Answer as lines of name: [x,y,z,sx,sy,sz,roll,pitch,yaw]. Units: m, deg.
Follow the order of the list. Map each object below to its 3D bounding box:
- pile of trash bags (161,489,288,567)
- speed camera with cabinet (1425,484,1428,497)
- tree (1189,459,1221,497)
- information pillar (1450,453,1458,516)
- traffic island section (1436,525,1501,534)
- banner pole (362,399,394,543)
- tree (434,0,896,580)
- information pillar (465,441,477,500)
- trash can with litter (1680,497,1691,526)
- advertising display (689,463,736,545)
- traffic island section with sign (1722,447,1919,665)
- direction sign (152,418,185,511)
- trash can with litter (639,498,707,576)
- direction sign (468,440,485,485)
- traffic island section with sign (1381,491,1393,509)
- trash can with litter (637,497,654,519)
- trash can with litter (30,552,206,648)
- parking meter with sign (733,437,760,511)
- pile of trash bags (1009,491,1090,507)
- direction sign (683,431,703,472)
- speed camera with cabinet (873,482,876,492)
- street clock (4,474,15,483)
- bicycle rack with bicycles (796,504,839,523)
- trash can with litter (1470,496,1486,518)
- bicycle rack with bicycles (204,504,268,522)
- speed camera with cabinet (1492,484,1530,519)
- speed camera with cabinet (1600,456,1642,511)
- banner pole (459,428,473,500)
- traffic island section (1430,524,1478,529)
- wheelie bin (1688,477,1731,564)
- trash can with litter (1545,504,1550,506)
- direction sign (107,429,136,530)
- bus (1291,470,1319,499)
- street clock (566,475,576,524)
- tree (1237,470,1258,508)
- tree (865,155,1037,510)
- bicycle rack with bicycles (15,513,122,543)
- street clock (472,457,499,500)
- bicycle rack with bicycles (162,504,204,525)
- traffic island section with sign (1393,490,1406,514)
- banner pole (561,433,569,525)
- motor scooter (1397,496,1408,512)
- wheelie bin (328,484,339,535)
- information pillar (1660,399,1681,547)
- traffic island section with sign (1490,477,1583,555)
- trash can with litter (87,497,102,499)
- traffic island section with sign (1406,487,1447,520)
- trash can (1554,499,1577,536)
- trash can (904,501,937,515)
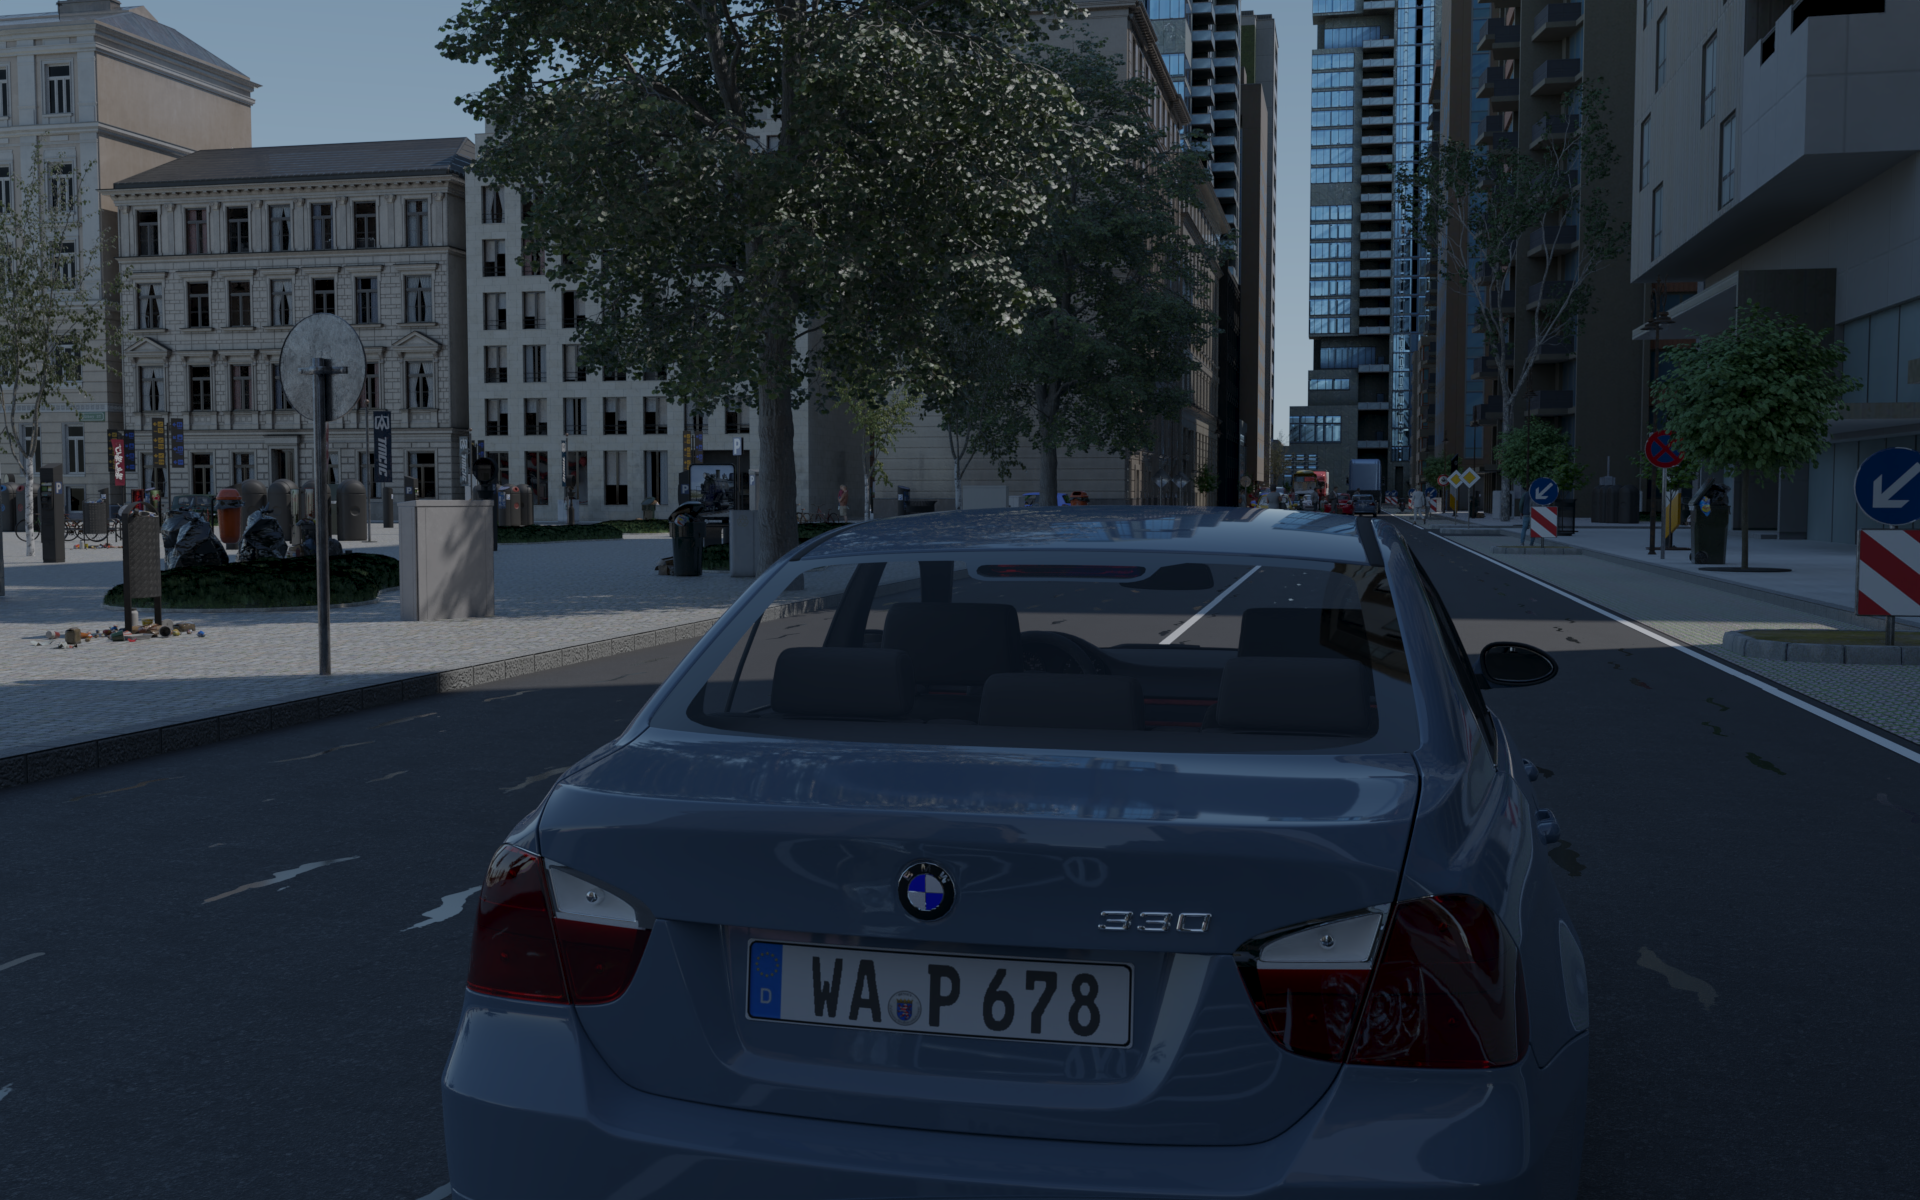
pile of trash bags: [-11.806,-1.109,27.891,1.912,1.369,3.447,-1,4,-22]
speed camera with cabinet: [35.933,-8.455,132.567,0.660,3.252,2.038,1,4,15]
tree: [13.448,-6.123,94.720,1.663,3.219,1.824,0,3,0]
information pillar: [28.290,-6.592,99.136,0.504,3.616,0.183,-2,4,-25]
traffic island section: [18.789,-2.546,63.912,2.009,0.180,2.903,1,4,13]
banner pole: [-15.452,-3.418,45.901,0.863,3.779,0.401,0,4,-4]
tree: [-2.348,-7.104,22.812,9.857,13.997,8.962,0,3,0]
information pillar: [-20.290,-4.920,71.796,0.504,3.616,0.183,-1,4,-11]
trash can with litter: [29.642,-3.608,70.372,0.624,1.170,1.055,0,4,0]
advertising display: [-5.194,-1.905,36.362,0.974,1.923,0.123,0,4,-2]
traffic island section with sign: [7.939,-0.412,15.357,1.989,1.847,2.006,1,4,13]
direction sign: [-23.538,-3.642,51.546,0.876,3.537,0.379,-3,5,-39]
trash can with litter: [-4.452,-0.969,27.223,0.624,1.170,1.055,-3,5,-43]
direction sign: [-20.272,-4.935,72.690,0.876,3.537,0.379,2,4,29]
traffic island section with sign: [48.747,-11.568,197.769,1.989,1.847,2.006,1,4,13]
trash can with litter: [-12.776,-3.617,70.522,0.624,1.170,1.055,2,4,24]
trash can with litter: [-7.601,-0.267,15.425,1.678,1.210,2.233,0,4,4]
parking meter with sign: [-6.133,-3.517,53.763,1.738,3.016,0.543,-2,4,-35]
pile of trash bags: [2.459,-2.694,53.807,3.447,1.369,1.912,2,4,31]
direction sign: [-9.592,-4.299,62.283,0.379,3.537,0.876,3,5,43]
speed camera with cabinet: [-5.730,-7.878,123.141,0.660,3.252,2.038,1,4,9]
street clock: [-34.073,-3.521,62.130,0.471,2.002,0.358,3,5,42]
bicycle rack with bicycles: [-6.021,-2.944,61.521,2.852,0.926,2.925,-3,4,-38]
trash can with litter: [27.500,-4.932,92.028,0.624,1.170,1.055,-2,4,-29]
bicycle rack with bicycles: [-23.664,-2.775,58.752,2.925,0.926,2.852,-3,4,-36]
speed camera with cabinet: [28.125,-5.744,88.252,2.038,3.252,0.660,-2,4,-25]
speed camera with cabinet: [34.456,-5.869,90.292,2.038,3.252,0.660,0,4,7]
banner pole: [-18.753,-4.641,65.896,0.863,3.779,0.401,2,4,33]
traffic island section: [20.532,-3.023,71.705,2.009,0.180,2.903,1,4,13]
wheelie bin: [13.766,-1.461,31.793,0.693,1.594,0.980,1,4,14]
trash can with litter: [18.784,-2.727,55.975,0.624,1.170,1.055,1,4,13]
direction sign: [-29.332,-4.198,60.641,0.876,3.537,0.379,-1,4,-16]
bus: [36.608,-11.769,183.962,2.896,3.916,12.252,1,4,11]
street clock: [-14.765,-3.744,65.790,0.358,2.002,0.471,1,4,11]
tree: [22.893,-8.743,137.554,1.663,3.219,1.824,0,3,0]
tree: [-0.069,-5.342,37.708,4.360,8.622,3.978,0,3,0]
bicycle rack with bicycles: [-23.803,-2.033,46.615,2.925,0.926,2.852,-1,4,-21]
street clock: [-9.394,-1.820,34.327,0.471,2.002,0.358,0,4,1]
bicycle rack with bicycles: [-27.470,-2.909,60.952,2.852,0.926,2.925,-1,4,-16]
traffic island section with sign: [32.015,-6.992,122.952,1.989,1.847,2.006,1,4,13]
banner pole: [-16.201,-4.959,71.101,0.401,3.779,0.863,1,4,8]
motor scooter: [33.391,-7.214,130.729,0.815,1.314,1.986,1,4,14]
wheelie bin: [-19.727,-2.858,54.636,0.980,1.594,0.693,1,4,10]
information pillar: [16.842,-3.032,40.920,0.183,3.616,0.504,-1,4,-18]
traffic island section with sign: [13.839,-2.020,41.661,1.989,1.847,2.006,1,4,13]
trash can with litter: [-20.011,-1.830,40.985,2.233,1.210,1.678,-3,5,-40]
traffic island section with sign: [26.128,-5.383,96.646,1.989,1.847,2.006,1,4,13]
trash can: [18.476,-2.524,52.917,0.748,1.137,0.748,0,3,0]
trash can: [-0.855,-1.583,37.540,0.748,1.137,0.748,0,3,0]
